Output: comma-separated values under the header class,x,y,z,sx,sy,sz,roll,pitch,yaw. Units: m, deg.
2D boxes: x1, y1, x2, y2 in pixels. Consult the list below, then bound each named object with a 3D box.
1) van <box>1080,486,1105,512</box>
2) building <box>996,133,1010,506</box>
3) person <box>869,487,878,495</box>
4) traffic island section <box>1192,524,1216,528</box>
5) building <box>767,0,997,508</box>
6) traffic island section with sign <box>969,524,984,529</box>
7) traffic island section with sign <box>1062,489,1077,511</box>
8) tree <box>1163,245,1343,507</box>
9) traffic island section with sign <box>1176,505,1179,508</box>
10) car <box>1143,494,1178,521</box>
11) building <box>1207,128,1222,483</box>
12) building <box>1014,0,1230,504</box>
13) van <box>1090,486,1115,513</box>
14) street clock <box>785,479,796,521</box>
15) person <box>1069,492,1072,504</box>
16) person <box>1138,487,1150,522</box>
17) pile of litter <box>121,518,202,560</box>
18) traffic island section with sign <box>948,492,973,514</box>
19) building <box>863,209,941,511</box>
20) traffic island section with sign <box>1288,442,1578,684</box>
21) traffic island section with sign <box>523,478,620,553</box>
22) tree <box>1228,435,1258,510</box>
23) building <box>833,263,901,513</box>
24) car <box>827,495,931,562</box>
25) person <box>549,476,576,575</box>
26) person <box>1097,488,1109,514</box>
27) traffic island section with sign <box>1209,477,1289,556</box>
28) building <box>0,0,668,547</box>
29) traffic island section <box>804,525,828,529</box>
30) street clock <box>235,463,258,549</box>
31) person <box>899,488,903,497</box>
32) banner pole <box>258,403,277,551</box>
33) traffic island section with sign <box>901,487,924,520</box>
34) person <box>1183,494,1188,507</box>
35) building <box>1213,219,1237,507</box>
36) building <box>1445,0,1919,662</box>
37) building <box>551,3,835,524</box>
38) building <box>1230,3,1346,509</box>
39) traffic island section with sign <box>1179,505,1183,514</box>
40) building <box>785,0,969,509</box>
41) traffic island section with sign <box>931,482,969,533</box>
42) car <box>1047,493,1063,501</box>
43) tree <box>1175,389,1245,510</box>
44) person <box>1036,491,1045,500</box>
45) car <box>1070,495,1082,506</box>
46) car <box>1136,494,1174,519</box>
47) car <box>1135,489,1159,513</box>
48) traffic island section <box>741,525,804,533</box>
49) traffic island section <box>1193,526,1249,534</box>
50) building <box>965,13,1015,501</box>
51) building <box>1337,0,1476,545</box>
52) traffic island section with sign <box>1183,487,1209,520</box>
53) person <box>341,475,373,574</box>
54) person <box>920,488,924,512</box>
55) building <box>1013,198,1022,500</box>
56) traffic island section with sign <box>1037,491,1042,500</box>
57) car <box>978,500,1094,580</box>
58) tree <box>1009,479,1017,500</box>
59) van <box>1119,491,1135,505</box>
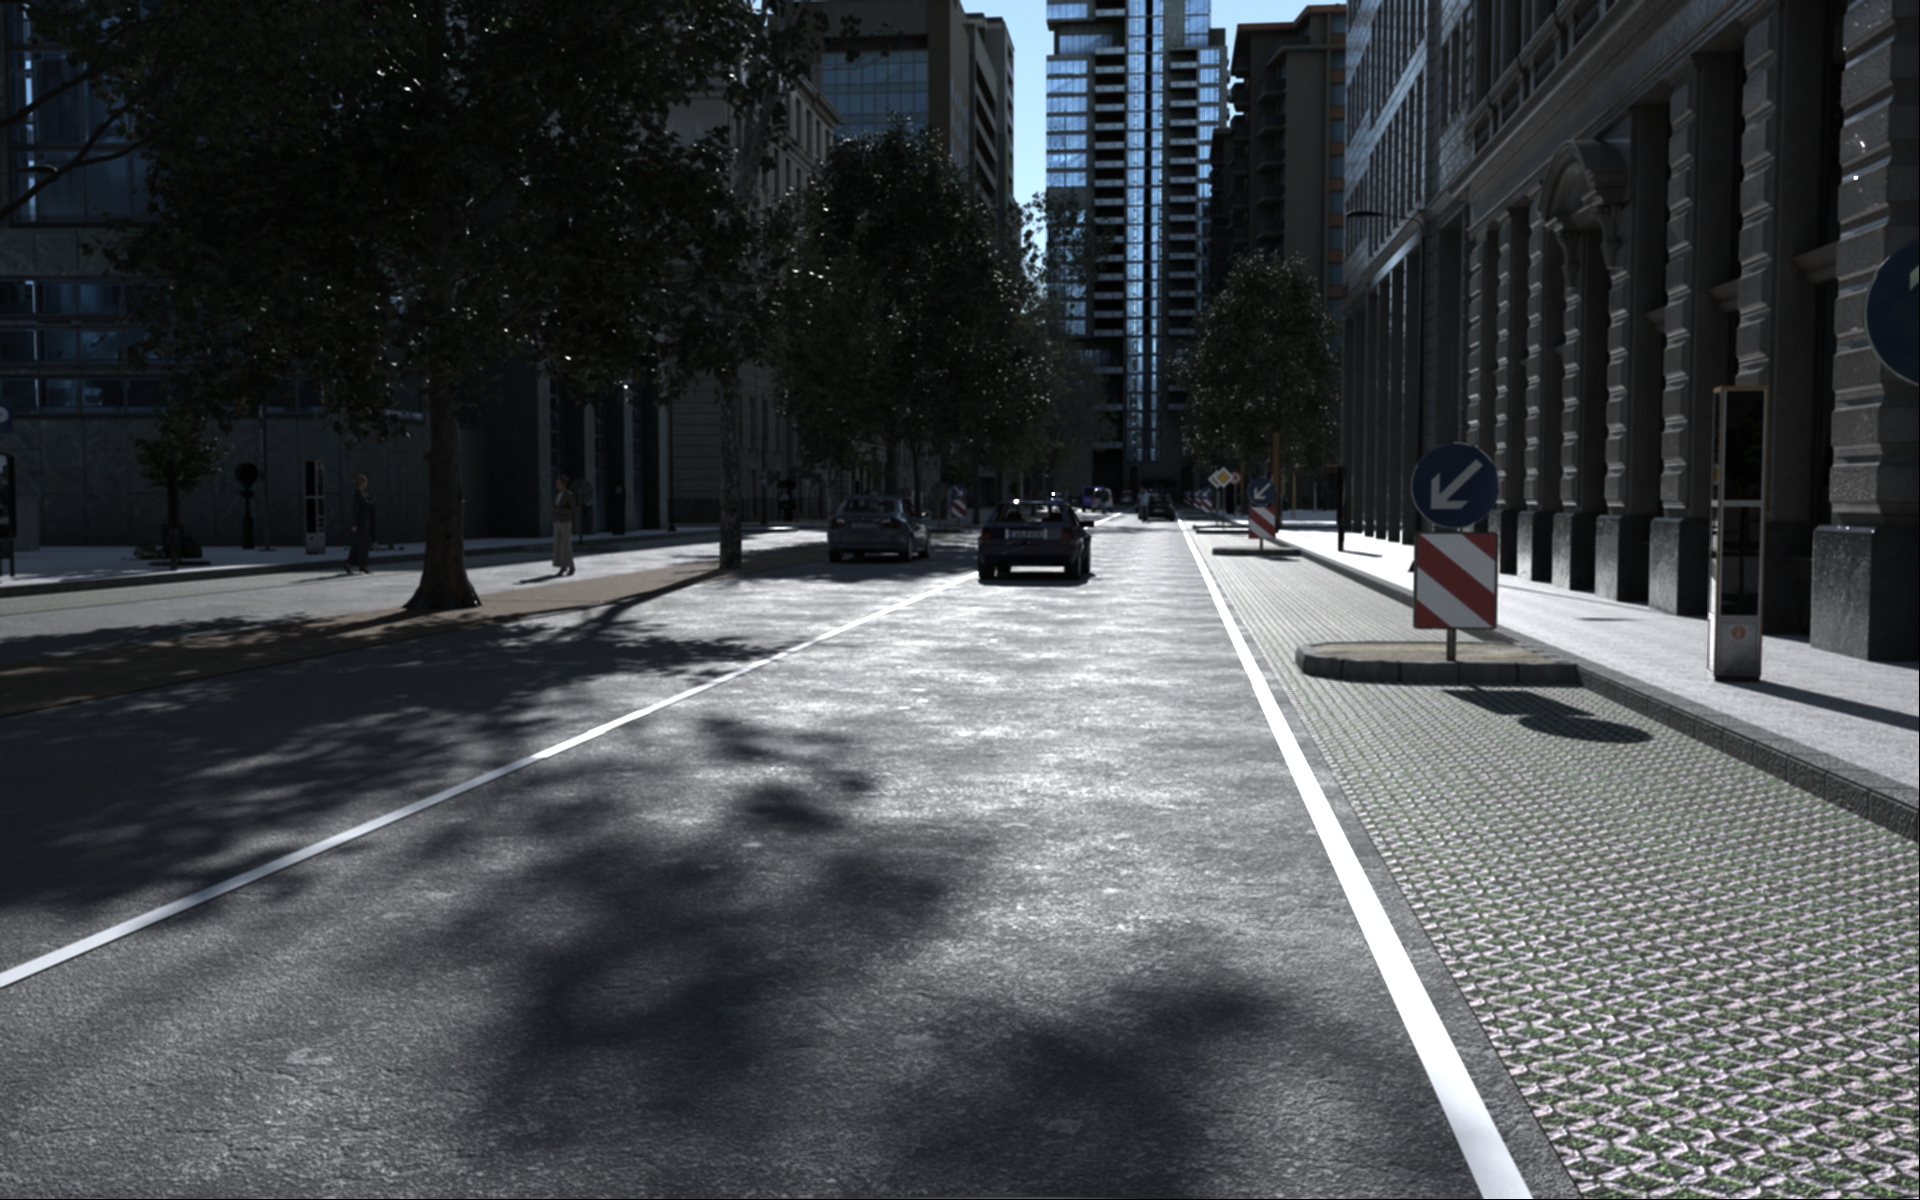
class,x,y,z,sx,sy,sz,roll,pitch,yaw
van,10.849,-8.326,140.518,2.240,2.365,5.245,0,4,5
building,-2.156,-31.065,191.502,14.154,41.232,14.086,0,4,7
person,-3.863,-4.317,79.277,0.606,1.804,0.583,3,5,40
traffic island section,10.566,-2.986,71.109,2.009,0.180,2.903,0,4,7
building,-7.946,-33.659,174.032,21.300,48.544,21.600,0,4,7
traffic island section with sign,0.024,-3.907,72.022,2.006,1.907,1.989,0,4,7
traffic island section with sign,8.922,-8.471,146.634,2.006,1.907,1.989,0,4,7
tree,14.048,-9.953,79.742,9.611,12.733,9.660,0,3,0
traffic island section with sign,22.659,-10.012,172.327,1.989,1.847,2.006,0,4,7
car,10.685,-5.089,92.987,2.009,1.686,4.222,0,4,7
building,40.339,-33.587,203.778,22.147,44.769,28.867,0,4,7
building,23.961,-56.713,239.935,31.000,86.520,22.319,0,4,7
van,11.164,-7.872,135.726,2.013,2.044,4.112,0,4,5
street clock,-7.952,-4.684,81.153,0.471,2.002,0.358,-2,4,-24
person,12.425,-11.328,194.420,0.721,1.735,1.217,0,4,6
person,9.439,-4.895,88.792,0.793,1.790,0.793,-2,4,-30
pile of litter,-15.838,-1.250,34.400,1.176,0.858,1.719,3,5,41
traffic island section with sign,0.223,-7.118,125.012,1.989,1.847,2.006,0,4,7
building,-8.606,-20.439,131.440,12.463,27.353,25.104,0,4,7
traffic island section with sign,3.764,-0.329,14.010,1.989,1.847,2.006,0,4,7
traffic island section with sign,-9.563,-2.104,43.021,1.989,1.847,2.006,0,4,7
tree,20.593,-10.808,127.080,4.360,8.622,3.978,0,3,0
building,-9.908,-14.945,108.986,10.561,19.102,19.286,0,4,7
car,-1.735,-1.575,37.750,2.014,1.417,4.499,0,4,7
person,-7.072,-1.325,30.707,0.519,1.759,0.362,3,4,38
person,10.093,-6.943,122.003,0.794,1.824,0.713,-3,5,-40
traffic island section with sign,6.960,-1.966,40.775,1.989,1.847,2.006,0,4,7
building,-27.392,-45.183,51.416,31.000,86.520,22.319,0,4,7
traffic island section,-6.305,-3.110,73.121,2.009,0.180,2.903,0,4,7
street clock,-16.570,-2.184,40.281,0.358,2.002,0.471,2,4,31
person,-3.096,-4.799,87.517,0.362,1.759,0.519,-2,4,-30
banner pole,-15.791,-3.012,39.262,0.401,3.779,0.863,-2,4,-32
traffic island section with sign,-3.059,-5.436,97.513,1.989,1.847,2.006,0,4,7
person,23.886,-10.580,182.002,0.721,1.766,1.217,-3,4,-38
building,33.825,-25.134,182.636,14.160,30.474,14.107,0,4,7
building,12.814,-11.761,21.170,11.050,23.489,19.941,0,4,7
building,-14.159,-17.717,86.930,12.463,27.353,25.104,0,4,7
building,36.114,-30.930,160.329,22.147,44.769,28.867,0,4,7
traffic island section with sign,16.822,-7.018,123.378,1.989,1.847,2.006,0,4,7
building,-6.854,-30.907,155.442,14.600,45.320,14.200,0,4,7
traffic island section with sign,-0.864,-3.458,64.668,2.006,1.907,1.989,0,4,7
car,9.995,-10.431,180.137,1.945,1.707,3.694,0,4,7
tree,21.737,-13.781,143.439,7.486,12.596,7.792,0,3,0
person,8.804,-11.146,191.450,1.217,1.736,0.721,-2,4,-25
car,13.356,-11.586,202.004,1.945,1.354,3.894,0,4,8
car,11.176,-5.356,99.367,2.131,1.459,4.920,0,4,7
car,14.825,-7.782,135.908,2.281,1.827,5.304,0,4,7
traffic island section,-7.252,-2.625,65.192,2.009,0.180,2.903,0,4,7
traffic island section,9.619,-2.502,63.180,2.009,0.180,2.903,0,4,7
building,-7.778,-41.043,213.054,28.212,58.520,21.231,0,4,7
building,17.095,-16.390,45.471,11.434,29.767,29.804,0,4,7
traffic island section with sign,13.619,-5.381,96.613,1.989,1.847,2.006,0,4,7
person,-10.749,-1.346,30.934,0.534,1.772,0.576,-2,4,-35
person,-2.476,-5.854,104.404,0.606,1.804,0.583,-3,5,-41
building,1.089,-34.025,239.898,14.086,41.232,14.154,0,4,7
traffic island section with sign,9.283,-11.759,200.892,1.989,1.847,2.006,0,4,7
car,1.353,-1.091,30.425,1.945,1.354,3.894,0,4,8
tree,6.398,-12.692,202.111,1.663,3.219,1.824,0,3,0
van,21.251,-13.062,220.571,2.013,2.044,4.112,0,4,6
